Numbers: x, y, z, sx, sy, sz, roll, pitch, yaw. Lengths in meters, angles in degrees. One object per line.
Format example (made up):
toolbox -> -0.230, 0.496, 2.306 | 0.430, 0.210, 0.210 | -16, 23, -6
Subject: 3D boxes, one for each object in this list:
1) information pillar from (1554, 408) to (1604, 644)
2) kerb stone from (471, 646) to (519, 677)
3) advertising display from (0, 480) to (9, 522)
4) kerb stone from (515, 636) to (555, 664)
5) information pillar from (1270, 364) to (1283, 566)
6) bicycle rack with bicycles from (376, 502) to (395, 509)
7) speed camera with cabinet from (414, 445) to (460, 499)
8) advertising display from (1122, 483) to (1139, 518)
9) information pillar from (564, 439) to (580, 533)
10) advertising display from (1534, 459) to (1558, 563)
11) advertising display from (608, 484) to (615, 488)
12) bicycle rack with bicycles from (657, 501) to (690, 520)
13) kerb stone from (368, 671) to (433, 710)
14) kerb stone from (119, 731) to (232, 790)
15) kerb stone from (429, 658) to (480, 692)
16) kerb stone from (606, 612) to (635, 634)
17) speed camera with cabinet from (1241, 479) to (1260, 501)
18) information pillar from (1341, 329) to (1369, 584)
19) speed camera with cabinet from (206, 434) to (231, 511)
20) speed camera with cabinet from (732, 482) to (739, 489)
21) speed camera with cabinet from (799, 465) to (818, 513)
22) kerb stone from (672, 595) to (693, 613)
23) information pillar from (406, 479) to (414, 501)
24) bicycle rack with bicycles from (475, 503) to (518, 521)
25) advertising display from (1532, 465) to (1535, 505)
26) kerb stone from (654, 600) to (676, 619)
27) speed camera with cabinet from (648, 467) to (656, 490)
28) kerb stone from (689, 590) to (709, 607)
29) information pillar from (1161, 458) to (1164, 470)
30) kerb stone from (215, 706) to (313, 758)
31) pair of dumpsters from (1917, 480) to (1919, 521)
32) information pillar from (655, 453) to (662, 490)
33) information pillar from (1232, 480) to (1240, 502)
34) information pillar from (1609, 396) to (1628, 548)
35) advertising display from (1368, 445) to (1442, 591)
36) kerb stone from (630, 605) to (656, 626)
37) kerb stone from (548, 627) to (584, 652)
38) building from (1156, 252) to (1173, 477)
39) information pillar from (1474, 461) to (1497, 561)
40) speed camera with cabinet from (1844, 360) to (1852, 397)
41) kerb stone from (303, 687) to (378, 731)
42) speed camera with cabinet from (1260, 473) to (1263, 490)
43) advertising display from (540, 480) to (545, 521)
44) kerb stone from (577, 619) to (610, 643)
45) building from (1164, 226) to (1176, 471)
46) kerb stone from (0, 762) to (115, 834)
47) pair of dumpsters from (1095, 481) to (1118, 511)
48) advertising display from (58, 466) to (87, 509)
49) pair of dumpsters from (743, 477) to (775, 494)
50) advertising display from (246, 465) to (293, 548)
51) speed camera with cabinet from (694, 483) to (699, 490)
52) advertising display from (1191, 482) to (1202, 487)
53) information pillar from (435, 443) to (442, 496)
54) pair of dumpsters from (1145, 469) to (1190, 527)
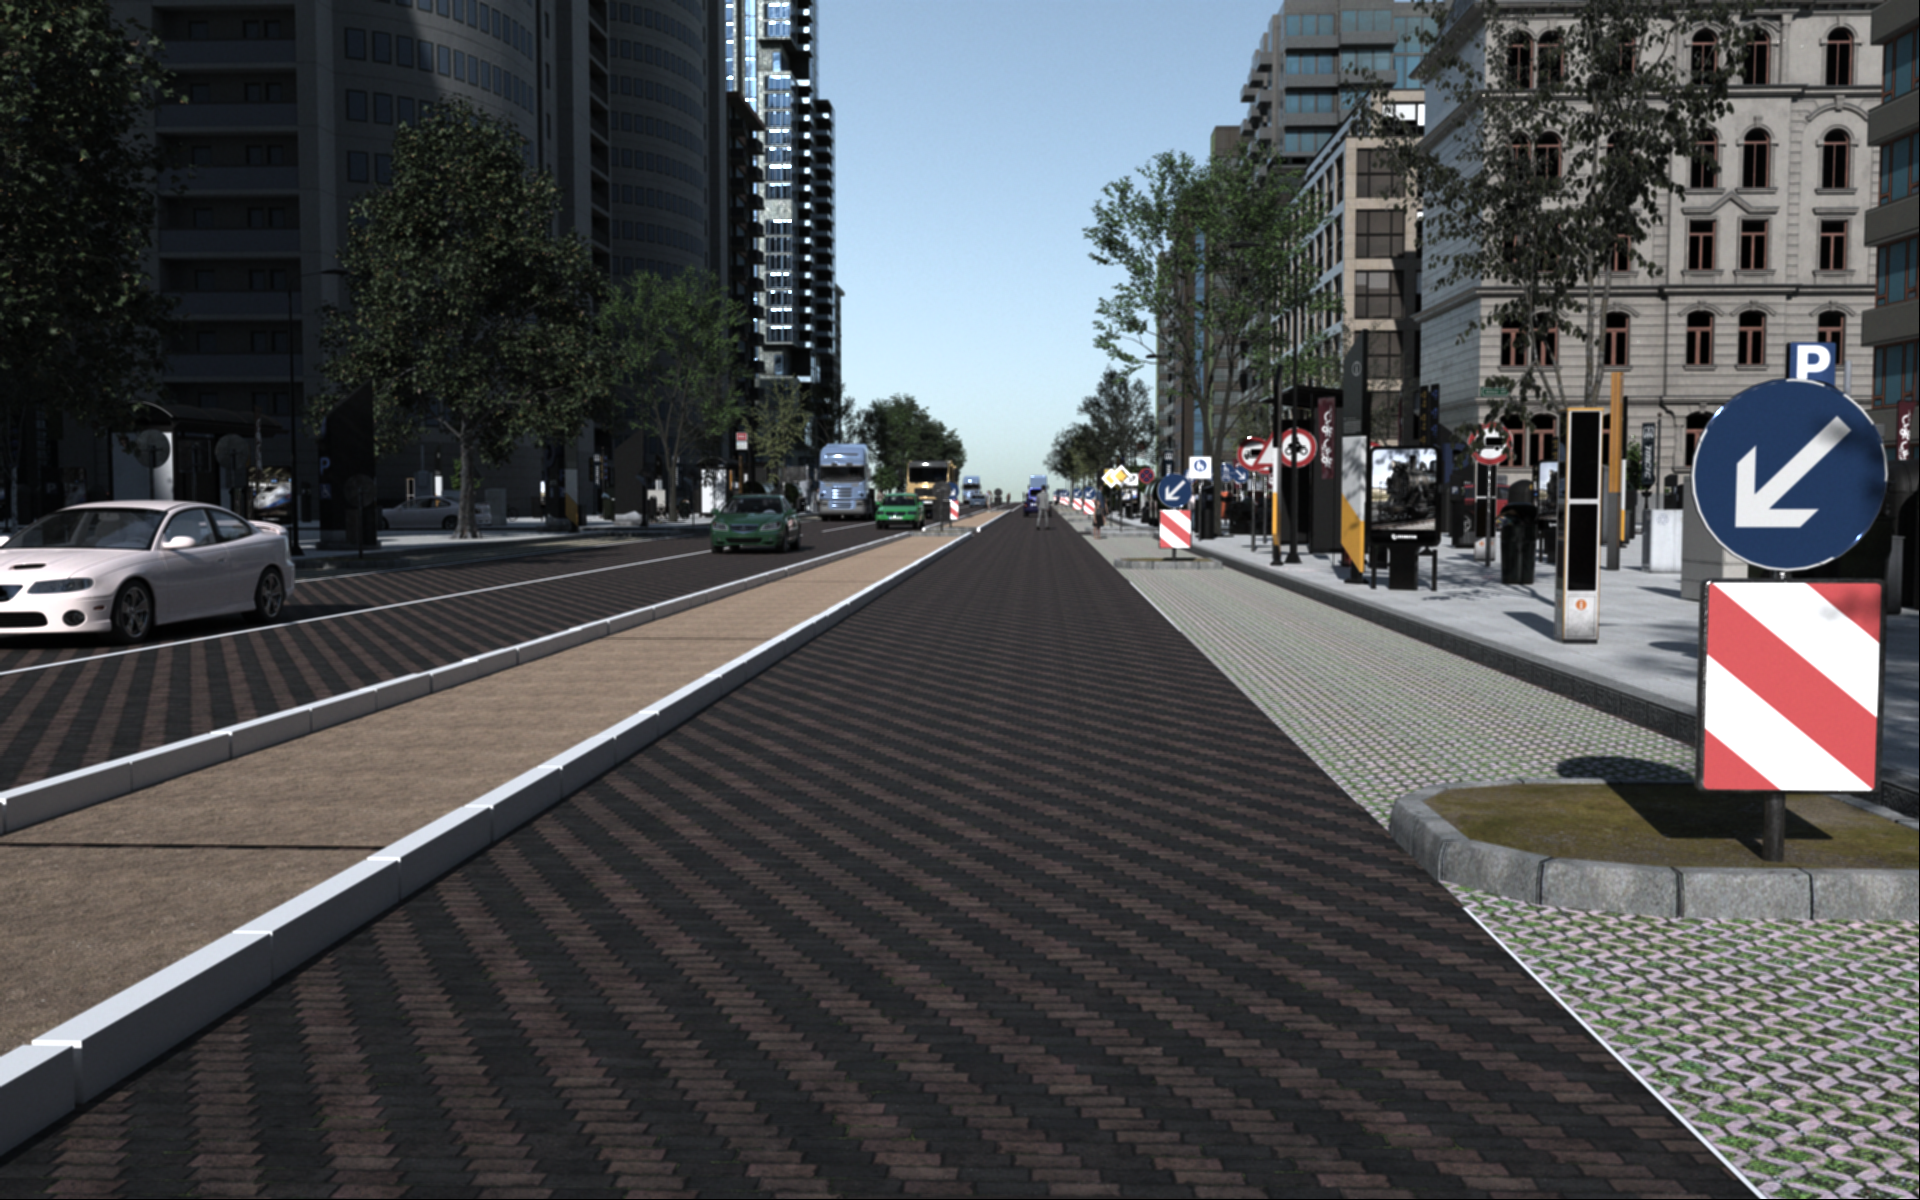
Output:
information pillar -> 5.324, -0.637, 14.911 | 0.304, 2.012, 0.304 | 0, 4, 5
kerb stone -> -3.774, 0.508, 13.927 | 0.120, 0.150, 1.000 | 0, 4, 3
advertising display -> -44.498, -4.588, 80.227 | 0.974, 1.923, 0.123 | 1, 4, 16
kerb stone -> -3.719, 0.449, 14.948 | 0.120, 0.150, 1.000 | 0, 4, 3
information pillar -> 5.688, -2.428, 31.047 | 0.183, 3.616, 0.504 | 1, 4, 19
bicycle rack with bicycles -> -27.634, -4.088, 80.221 | 2.925, 0.926, 2.852 | 0, 4, -1
speed camera with cabinet -> -21.005, -4.635, 70.123 | 2.038, 3.252, 0.660 | -1, 4, -10
advertising display -> 9.089, -5.357, 92.797 | 0.974, 1.923, 0.123 | 1, 4, 21
information pillar -> -12.862, -4.036, 57.350 | 0.183, 3.616, 0.504 | 3, 4, 36
advertising display -> 11.101, -1.650, 32.196 | 0.123, 1.923, 0.974 | -1, 4, -22
advertising display -> -23.251, -6.766, 115.842 | 0.123, 1.923, 0.974 | 3, 5, 43
bicycle rack with bicycles -> -14.731, -4.435, 85.902 | 2.925, 0.926, 2.852 | -3, 4, -38
kerb stone -> -3.870, 0.631, 11.883 | 0.120, 0.150, 1.000 | 0, 4, 3
kerb stone -> -4.012, 0.822, 8.815 | 0.120, 0.150, 1.000 | 0, 4, 3
kerb stone -> -3.815, 0.577, 12.906 | 0.120, 0.150, 1.000 | 0, 4, 3
kerb stone -> -3.584, 0.256, 18.013 | 0.120, 0.150, 1.000 | 0, 4, 3
speed camera with cabinet -> 17.179, -6.720, 104.206 | 0.660, 3.252, 2.038 | -1, 4, -13
information pillar -> 5.658, -2.047, 24.824 | 0.183, 3.616, 0.504 | -1, 4, -23
speed camera with cabinet -> -23.320, -3.681, 54.520 | 0.660, 3.252, 2.038 | -2, 4, -33
speed camera with cabinet -> -16.997, -8.312, 130.240 | 0.660, 3.252, 2.038 | 1, 4, 9
speed camera with cabinet -> -10.237, -7.499, 116.942 | 0.660, 3.252, 2.038 | 1, 4, 16
kerb stone -> -3.443, 0.068, 21.080 | 0.120, 0.150, 1.000 | 0, 4, 3
information pillar -> -25.990, -4.735, 81.917 | 0.304, 2.012, 0.304 | -2, 4, -33
bicycle rack with bicycles -> -22.490, -4.216, 82.314 | 2.925, 0.926, 2.852 | -2, 4, -25
advertising display -> 12.592, -1.928, 36.737 | 0.123, 1.923, 0.974 | -3, 5, -40
kerb stone -> -3.488, 0.131, 20.059 | 0.120, 0.150, 1.000 | 0, 4, 3
speed camera with cabinet -> -23.096, -8.149, 127.574 | 0.660, 3.252, 2.038 | 3, 5, 44
kerb stone -> -3.396, 0.006, 22.101 | 0.120, 0.150, 1.000 | 0, 4, 3
information pillar -> 13.332, -7.505, 114.065 | 0.183, 3.616, 0.504 | -1, 4, -10
kerb stone -> -3.960, 0.756, 9.838 | 0.120, 0.150, 1.000 | 0, 4, 3
pair of dumpsters -> 7.852, -0.506, 10.770 | 1.574, 2.255, 4.437 | 0, 4, 3
information pillar -> -17.388, -6.644, 99.992 | 0.183, 3.616, 0.504 | 2, 4, 30
information pillar -> 14.239, -5.186, 89.282 | 0.304, 2.012, 0.304 | 3, 4, 37
information pillar -> 15.754, -3.065, 41.471 | 0.183, 3.616, 0.504 | -1, 4, -22
advertising display -> 5.941, -1.097, 23.150 | 0.974, 1.923, 0.123 | 3, 4, 37
kerb stone -> -3.542, 0.193, 19.036 | 0.120, 0.150, 1.000 | 0, 4, 3
kerb stone -> -3.681, 0.386, 15.970 | 0.120, 0.150, 1.000 | 0, 4, 3
building -> 40.099, -37.246, 292.565 | 14.154, 41.232, 14.086 | 0, 4, 3
information pillar -> 10.044, -1.749, 33.093 | 0.304, 2.012, 0.304 | 3, 5, 41
speed camera with cabinet -> 12.650, -1.952, 26.253 | 0.660, 3.252, 2.038 | -2, 4, -30
kerb stone -> -3.914, 0.694, 10.859 | 0.120, 0.150, 1.000 | 0, 4, 3
speed camera with cabinet -> 20.534, -7.732, 120.754 | 0.660, 3.252, 2.038 | -1, 4, -10
advertising display -> -19.151, -4.635, 80.999 | 0.974, 1.923, 0.123 | 0, 4, 4
kerb stone -> -3.641, 0.318, 16.991 | 0.120, 0.150, 1.000 | 0, 4, 3
building -> 43.631, -39.743, 269.413 | 23.786, 49.044, 30.456 | 0, 4, 3
kerb stone -> -4.052, 0.881, 7.793 | 0.120, 0.150, 1.000 | 0, 4, 3
pair of dumpsters -> 11.066, -7.842, 130.706 | 1.574, 2.255, 4.437 | 0, 4, 3
advertising display -> -20.898, -2.178, 40.829 | 0.123, 1.923, 0.974 | 0, 4, 4
pair of dumpsters -> -11.363, -5.809, 97.468 | 1.574, 2.255, 4.437 | 0, 4, 3
advertising display -> -15.616, -2.079, 39.209 | 0.974, 1.923, 0.123 | -2, 4, -30
speed camera with cabinet -> -20.505, -8.940, 140.500 | 2.038, 3.252, 0.660 | -2, 4, -27
advertising display -> 12.600, -5.406, 93.598 | 0.974, 1.923, 0.123 | -1, 4, -10
information pillar -> -24.124, -5.433, 80.178 | 0.504, 3.616, 0.183 | 3, 5, 41
pair of dumpsters -> 8.202, -4.025, 68.308 | 1.574, 2.255, 4.437 | 0, 4, 3
